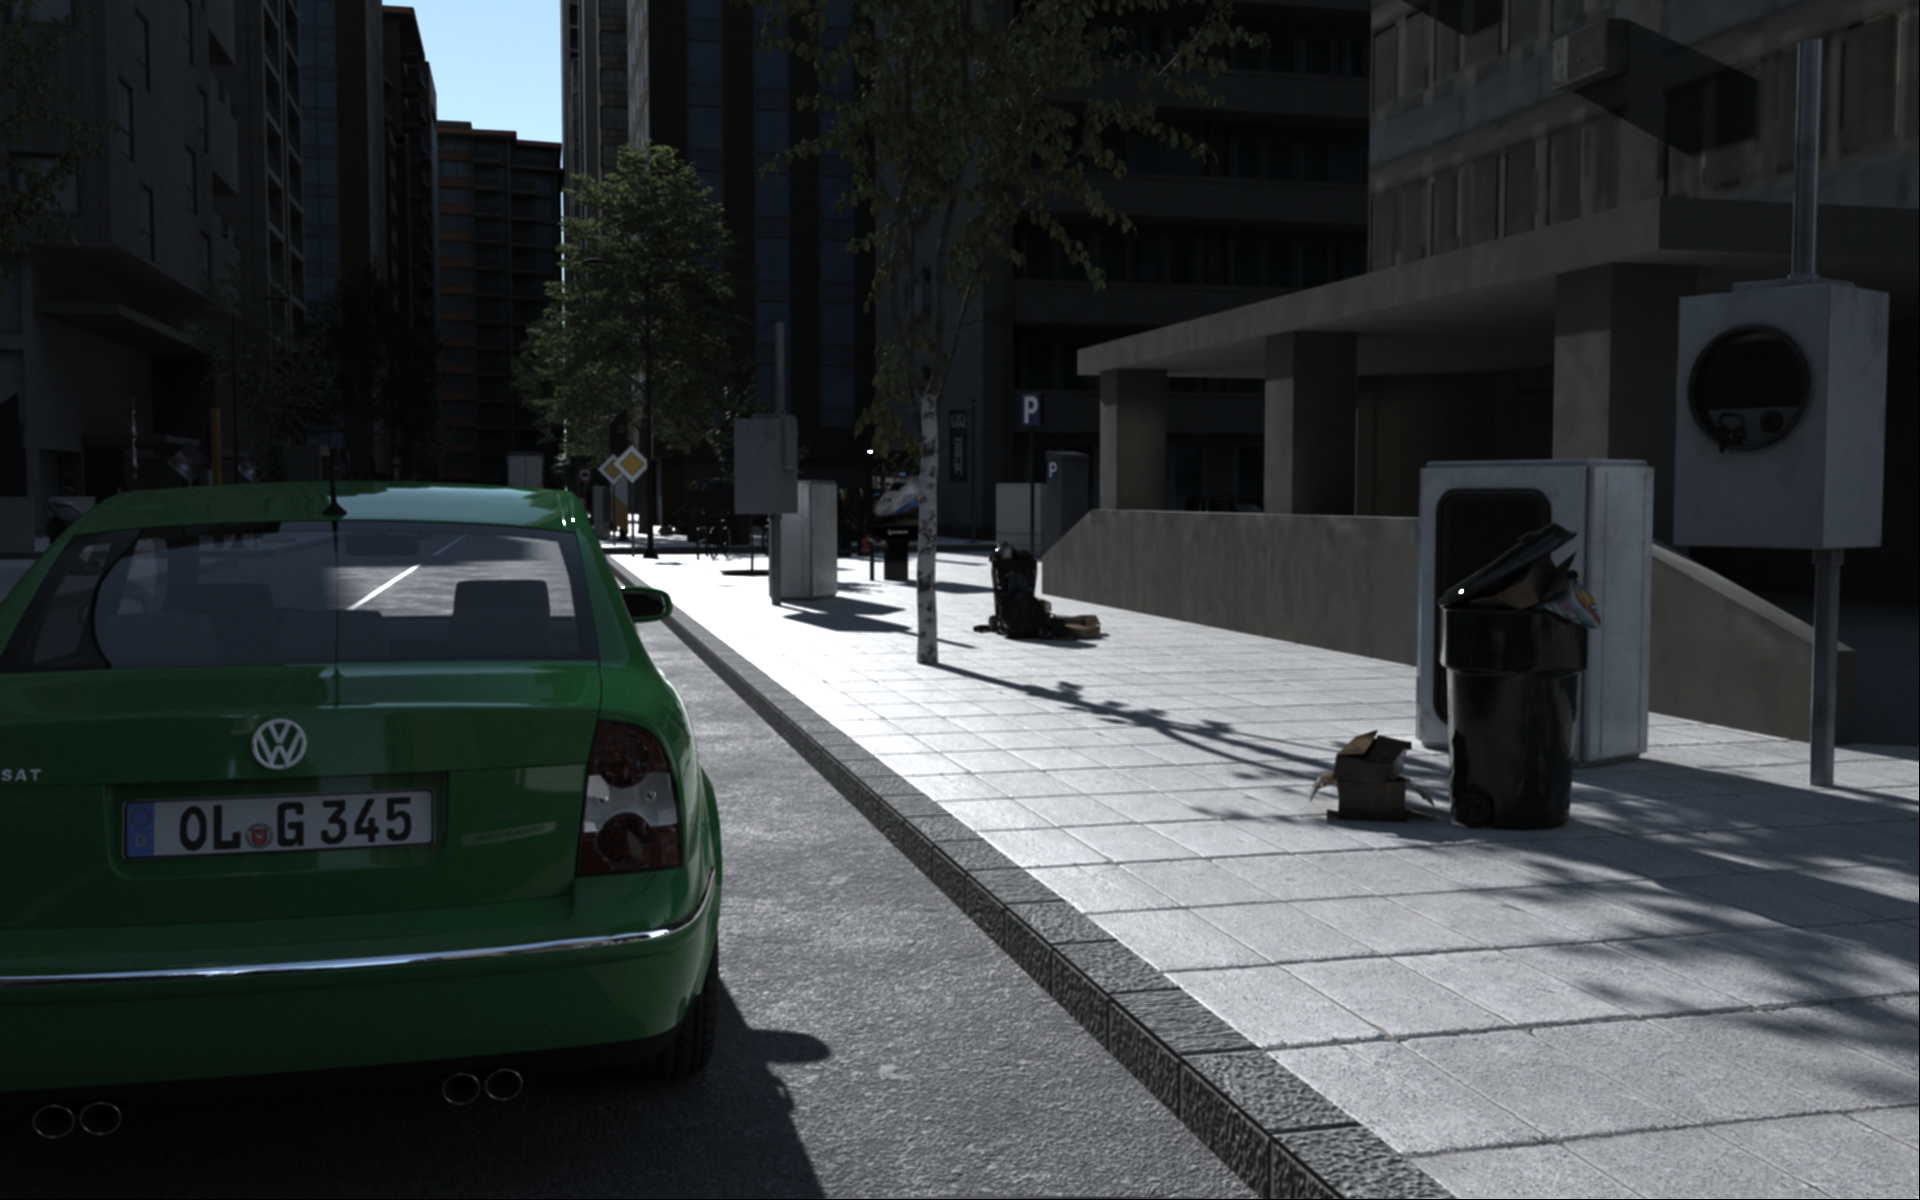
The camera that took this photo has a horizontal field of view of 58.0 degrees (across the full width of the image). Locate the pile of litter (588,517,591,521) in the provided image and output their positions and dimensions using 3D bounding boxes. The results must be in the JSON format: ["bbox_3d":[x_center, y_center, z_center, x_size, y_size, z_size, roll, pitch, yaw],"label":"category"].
[{"bbox_3d":[-15.670,-3.712,74.653,1.719,0.858,1.176,0,4,7],"label":"pile of litter"}]

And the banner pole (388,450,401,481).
[{"bbox_3d":[-32.136,-6.623,98.307,0.863,3.779,0.401,-1,4,-19],"label":"banner pole"}]

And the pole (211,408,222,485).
[{"bbox_3d":[-17.586,-2.885,41.013,0.158,3.312,0.155,0,3,0],"label":"pole"}]

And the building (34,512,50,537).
[{"bbox_3d":[-40.930,-28.725,58.899,28.713,52.752,27.495,-1,4,-14],"label":"building"}]

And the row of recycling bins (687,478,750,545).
[{"bbox_3d":[-6.237,-2.307,44.829,1.069,1.692,3.534,-2,4,-23],"label":"row of recycling bins"}]

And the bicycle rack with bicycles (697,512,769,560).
[{"bbox_3d":[-4.128,-1.305,34.724,2.852,0.926,2.925,0,4,-2],"label":"bicycle rack with bicycles"}]

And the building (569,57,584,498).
[{"bbox_3d":[-30.157,-29.592,167.424,14.154,41.232,14.086,-1,4,-14],"label":"building"}]

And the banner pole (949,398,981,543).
[{"bbox_3d":[0.118,-3.385,45.365,0.863,3.779,0.401,0,4,-3],"label":"banner pole"}]

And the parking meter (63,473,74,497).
[{"bbox_3d":[-25.067,-2.631,48.733,0.255,1.863,0.399,-2,4,-31],"label":"parking meter"}]

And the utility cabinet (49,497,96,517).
[{"bbox_3d":[-21.812,-1.922,42.583,0.306,1.237,1.020,2,4,33],"label":"utility cabinet"}]

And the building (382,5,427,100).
[{"bbox_3d":[-58.480,-30.425,152.069,22.147,44.769,28.867,-1,4,-14],"label":"building"}]

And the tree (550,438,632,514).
[{"bbox_3d":[-17.085,-6.133,83.996,4.285,4.588,4.351,0,3,0],"label":"tree"}]

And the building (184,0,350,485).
[{"bbox_3d":[-44.039,-39.935,91.188,20.563,71.187,20.611,-1,4,-14],"label":"building"}]

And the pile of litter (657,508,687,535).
[{"bbox_3d":[-9.060,-2.485,54.601,1.176,0.858,1.719,2,4,25],"label":"pile of litter"}]

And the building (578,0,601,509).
[{"bbox_3d":[-21.571,-37.020,147.274,21.231,58.520,28.212,-1,4,-14],"label":"building"}]

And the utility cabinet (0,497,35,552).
[{"bbox_3d":[-21.331,-1.691,38.813,1.020,1.237,0.306,-2,4,-24],"label":"utility cabinet"}]

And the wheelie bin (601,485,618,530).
[{"bbox_3d":[-12.589,-3.296,61.798,0.980,1.594,0.693,1,4,22],"label":"wheelie bin"}]

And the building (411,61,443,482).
[{"bbox_3d":[-60.340,-32.113,175.163,14.200,45.320,14.600,-1,4,-14],"label":"building"}]

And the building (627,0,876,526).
[{"bbox_3d":[-7.087,-26.013,75.424,14.600,45.320,14.200,-1,4,-14],"label":"building"}]

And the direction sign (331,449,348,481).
[{"bbox_3d":[-30.891,-5.761,86.191,0.876,3.537,0.379,0,4,5],"label":"direction sign"}]

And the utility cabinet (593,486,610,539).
[{"bbox_3d":[-10.233,-2.496,49.494,0.318,1.500,1.173,0,4,-3],"label":"utility cabinet"}]

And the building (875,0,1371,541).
[{"bbox_3d":[8.243,-26.612,58.802,21.600,48.544,21.300,-1,4,-14],"label":"building"}]

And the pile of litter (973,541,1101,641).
[{"bbox_3d":[0.719,-0.123,15.968,1.176,0.858,1.719,0,4,-2],"label":"pile of litter"}]

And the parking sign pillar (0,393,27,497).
[{"bbox_3d":[-25.907,-3.559,46.670,1.447,3.967,1.447,0,4,2],"label":"parking sign pillar"}]

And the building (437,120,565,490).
[{"bbox_3d":[-61.684,-33.702,205.657,28.867,44.769,22.147,-1,4,-14],"label":"building"}]

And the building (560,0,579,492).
[{"bbox_3d":[-37.670,-47.250,210.782,20.611,71.187,20.563,-1,4,-14],"label":"building"}]

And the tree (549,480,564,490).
[{"bbox_3d":[-42.759,-11.644,184.985,1.663,3.219,1.824,0,3,0],"label":"tree"}]

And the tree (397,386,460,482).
[{"bbox_3d":[-35.871,-10.132,116.028,4.737,8.622,4.395,0,3,0],"label":"tree"}]

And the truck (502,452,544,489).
[{"bbox_3d":[-30.614,-8.108,121.476,2.839,4.237,11.283,-1,4,-15],"label":"truck"}]

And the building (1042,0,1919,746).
[{"bbox_3d":[18.359,-19.958,18.188,32.217,40.220,23.993,-1,4,-14],"label":"building"}]

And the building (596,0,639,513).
[{"bbox_3d":[-19.300,-27.096,126.614,14.154,41.232,14.086,-1,4,-14],"label":"building"}]

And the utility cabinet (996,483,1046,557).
[{"bbox_3d":[1.285,-1.630,35.324,1.173,1.500,0.318,3,5,40],"label":"utility cabinet"}]

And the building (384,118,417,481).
[{"bbox_3d":[-49.388,-22.026,131.827,14.160,30.474,14.107,-1,4,-14],"label":"building"}]

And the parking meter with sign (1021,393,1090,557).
[{"bbox_3d":[1.933,-2.108,30.720,1.738,3.016,0.543,-3,4,-36],"label":"parking meter with sign"}]

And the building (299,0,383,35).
[{"bbox_3d":[-46.750,-28.585,117.471,14.600,45.320,14.200,-1,4,-14],"label":"building"}]
